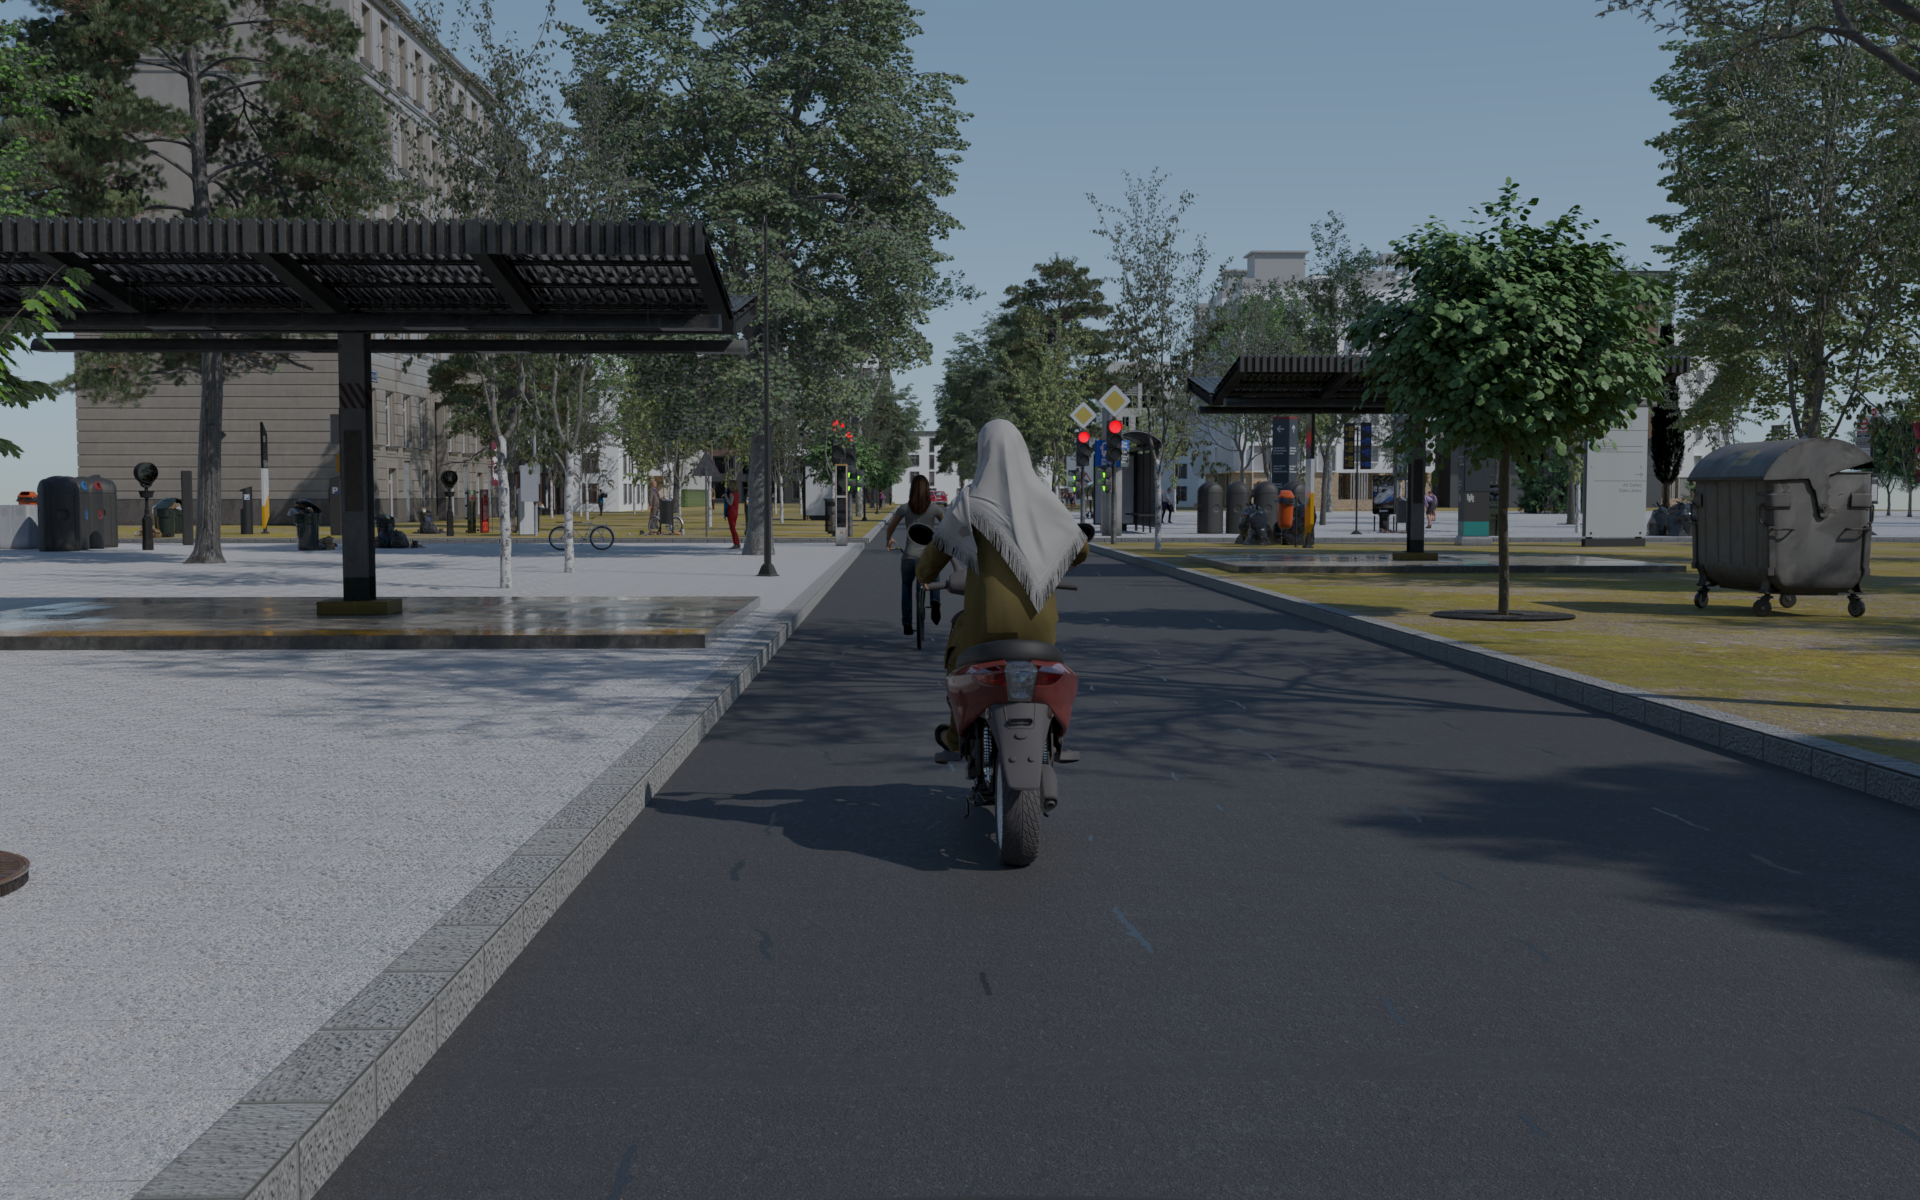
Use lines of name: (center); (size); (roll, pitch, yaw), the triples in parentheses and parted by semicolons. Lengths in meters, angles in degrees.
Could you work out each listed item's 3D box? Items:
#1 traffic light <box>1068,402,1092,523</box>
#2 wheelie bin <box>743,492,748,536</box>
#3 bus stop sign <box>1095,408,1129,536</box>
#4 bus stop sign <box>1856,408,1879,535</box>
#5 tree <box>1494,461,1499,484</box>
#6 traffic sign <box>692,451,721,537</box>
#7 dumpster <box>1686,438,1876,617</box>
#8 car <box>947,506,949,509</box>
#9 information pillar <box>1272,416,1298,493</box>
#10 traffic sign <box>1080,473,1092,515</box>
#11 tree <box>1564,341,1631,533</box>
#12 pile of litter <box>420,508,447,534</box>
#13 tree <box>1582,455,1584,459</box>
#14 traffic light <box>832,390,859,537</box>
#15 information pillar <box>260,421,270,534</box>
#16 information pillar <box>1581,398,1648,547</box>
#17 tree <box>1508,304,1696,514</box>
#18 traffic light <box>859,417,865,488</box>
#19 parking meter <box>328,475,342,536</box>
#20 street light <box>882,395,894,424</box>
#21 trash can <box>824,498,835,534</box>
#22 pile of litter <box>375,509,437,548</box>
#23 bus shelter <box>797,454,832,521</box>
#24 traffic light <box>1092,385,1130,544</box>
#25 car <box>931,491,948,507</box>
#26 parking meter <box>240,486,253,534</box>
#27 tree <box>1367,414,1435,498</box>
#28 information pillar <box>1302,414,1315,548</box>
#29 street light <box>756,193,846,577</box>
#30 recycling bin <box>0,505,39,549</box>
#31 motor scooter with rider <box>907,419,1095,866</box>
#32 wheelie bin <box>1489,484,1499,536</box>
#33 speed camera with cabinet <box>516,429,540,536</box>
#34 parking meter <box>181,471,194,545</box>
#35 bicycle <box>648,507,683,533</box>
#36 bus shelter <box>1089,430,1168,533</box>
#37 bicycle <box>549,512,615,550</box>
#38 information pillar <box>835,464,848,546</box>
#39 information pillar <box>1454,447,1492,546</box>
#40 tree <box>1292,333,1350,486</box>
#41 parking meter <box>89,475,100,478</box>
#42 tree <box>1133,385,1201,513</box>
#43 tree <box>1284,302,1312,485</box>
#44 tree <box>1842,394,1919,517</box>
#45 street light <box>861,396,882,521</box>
traffic light: (3.677, -3.845, 52.117); (0.839, 4.213, 0.868); (0, 4, -2)
wheelie bin: (-6.119, -2.706, 52.157); (0.693, 1.594, 0.980); (1, 4, 10)
bus stop sign: (4.640, -3.907, 52.902); (0.837, 3.901, 0.837); (2, 4, 23)
bus stop sign: (28.282, -3.996, 54.044); (0.416, 3.939, 0.855); (-1, 4, -16)
tree: (27.662, -9.417, 88.377); (7.601, 10.594, 8.767); (-1, 4, -15)
traffic sign: (-7.575, -3.162, 51.700); (0.884, 2.594, 0.081); (0, 4, 3)
dumpster: (8.850, -0.792, 18.706); (1.264, 1.857, 1.865); (0, 4, -2)
car: (0.605, -2.946, 60.535); (2.083, 1.381, 4.827); (0, 4, -1)
information pillar: (10.888, -4.204, 58.108); (0.750, 3.857, 0.750); (3, 4, 37)
traffic sign: (7.566, -6.356, 103.929); (0.884, 2.594, 0.081); (0, 4, -1)
tree: (20.307, -6.545, 57.380); (4.737, 8.622, 4.395); (0, 3, 0)
pile of litter: (-17.111, -2.581, 56.166); (1.176, 0.858, 1.719); (-2, 4, -29)
tree: (29.500, -7.989, 80.983); (4.360, 8.622, 3.978); (0, 3, 0)
traffic light: (-3.054, -3.344, 43.922); (0.839, 4.213, 0.868); (0, 4, -2)
information pillar: (-22.522, -3.960, 56.098); (0.183, 3.616, 0.504); (0, 4, -5)
information pillar: (15.940, -3.109, 42.142); (1.656, 3.620, 0.184); (-1, 4, -13)
tree: (44.179, -13.073, 115.572); (18.604, 14.587, 13.155); (-1, 4, -16)
traffic light: (-3.281, -3.832, 51.904); (0.839, 4.213, 0.868); (0, 4, -2)
parking meter: (-19.309, -2.930, 53.612); (0.399, 1.863, 0.255); (0, 4, -2)
street light: (-3.960, -6.665, 81.513); (1.470, 5.913, 1.316); (0, 4, -2)
trash can: (-4.065, -2.713, 56.018); (0.748, 1.137, 0.748); (0, 3, 0)
pile of litter: (-13.592, -1.668, 41.237); (1.719, 0.858, 1.176); (2, 4, 24)
bus shelter: (-6.890, -5.631, 85.986); (2.014, 3.302, 5.546); (0, 4, -2)
traffic light: (3.904, -3.357, 44.135); (0.839, 4.213, 0.868); (0, 4, -2)
car: (-2.476, -11.410, 195.231); (2.281, 1.827, 5.304); (0, 4, -3)
parking meter: (-22.701, -2.856, 55.100); (0.372, 1.533, 0.369); (0, 3, 0)
tree: (27.273, -9.641, 107.992); (4.360, 8.622, 3.978); (0, 3, 0)
information pillar: (8.287, -3.039, 41.044); (0.183, 3.616, 0.504); (0, 4, -5)
street light: (-2.462, -3.324, 26.885); (1.470, 5.913, 1.316); (0, 4, -2)
recycling bin: (-21.981, -1.712, 40.549); (0.722, 1.027, 0.722); (0, 3, 0)
motor scooter with rider: (0.219, 0.103, 7.276); (0.876, 1.779, 1.986); (0, 4, -3)
wheelie bin: (16.266, -2.757, 52.992); (0.980, 1.594, 0.693); (-1, 4, -9)
speed camera with cabinet: (-13.355, -3.616, 53.464); (0.660, 3.252, 2.038); (-1, 4, -17)
parking meter: (-19.350, -2.303, 43.367); (0.255, 1.863, 0.399); (-2, 4, -24)
bicycle: (-9.388, -2.575, 55.327); (1.543, 0.972, 0.635); (2, 4, 33)
bus shelter: (5.494, -3.899, 57.670); (2.014, 3.302, 5.546); (0, 4, -2)
bicycle: (-8.597, -1.607, 39.496); (1.543, 0.972, 0.635); (0, 4, -7)
information pillar: (-2.922, -2.337, 42.698); (0.304, 2.012, 0.304); (0, 4, -3)
information pillar: (12.825, -3.291, 43.188); (0.750, 3.857, 0.750); (0, 4, 3)
tree: (15.846, -7.885, 79.288); (4.737, 8.622, 4.395); (0, 3, 0)
parking meter: (-26.037, -2.833, 52.038); (0.255, 1.863, 0.399); (1, 4, 17)
tree: (13.961, -10.021, 114.204); (4.737, 8.622, 4.395); (0, 3, 0)
tree: (11.214, -6.860, 62.517); (4.360, 8.622, 3.978); (0, 3, 0)
tree: (55.368, -8.044, 94.424); (11.467, 7.101, 20.602); (-2, 4, -24)
street light: (-3.173, -4.862, 52.036); (1.470, 5.913, 1.316); (0, 4, -2)
